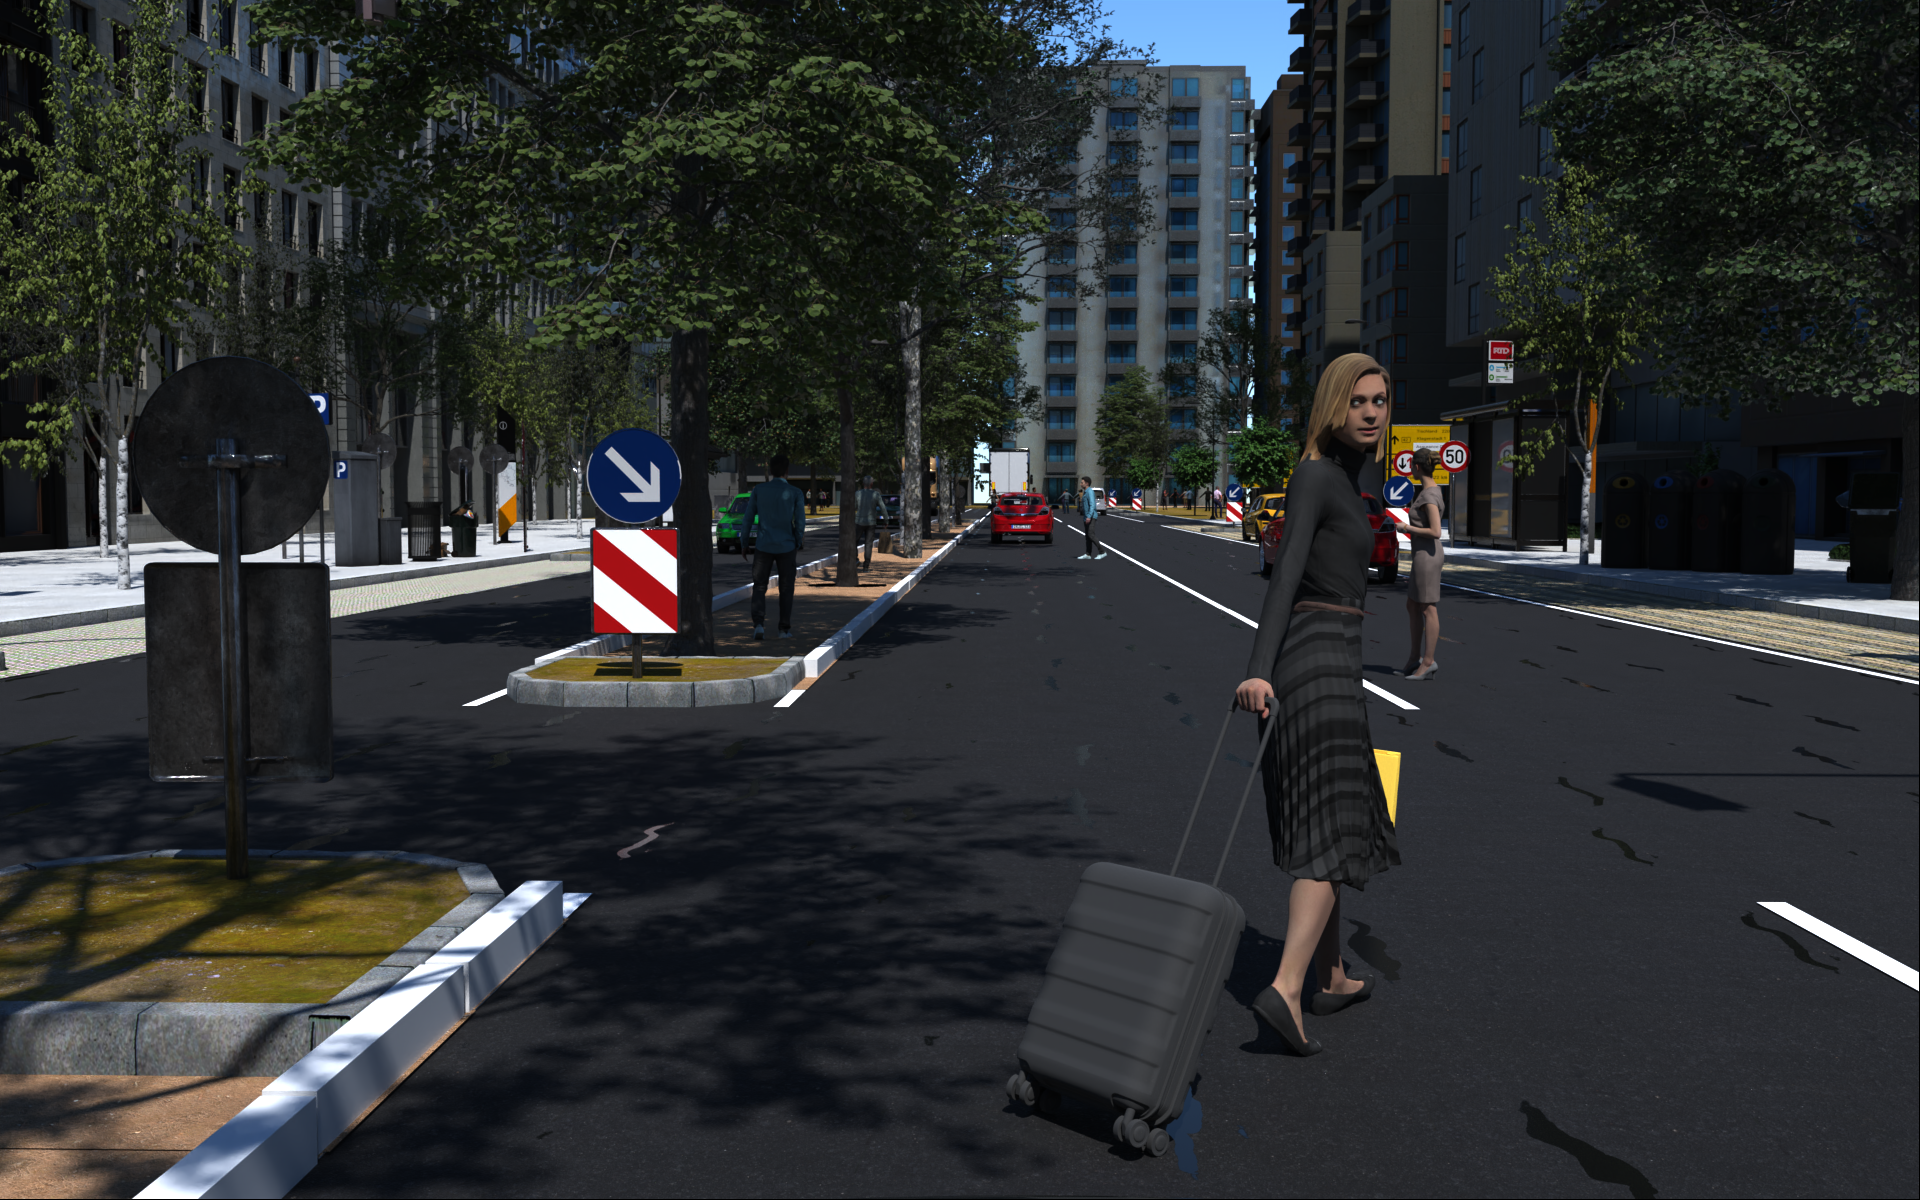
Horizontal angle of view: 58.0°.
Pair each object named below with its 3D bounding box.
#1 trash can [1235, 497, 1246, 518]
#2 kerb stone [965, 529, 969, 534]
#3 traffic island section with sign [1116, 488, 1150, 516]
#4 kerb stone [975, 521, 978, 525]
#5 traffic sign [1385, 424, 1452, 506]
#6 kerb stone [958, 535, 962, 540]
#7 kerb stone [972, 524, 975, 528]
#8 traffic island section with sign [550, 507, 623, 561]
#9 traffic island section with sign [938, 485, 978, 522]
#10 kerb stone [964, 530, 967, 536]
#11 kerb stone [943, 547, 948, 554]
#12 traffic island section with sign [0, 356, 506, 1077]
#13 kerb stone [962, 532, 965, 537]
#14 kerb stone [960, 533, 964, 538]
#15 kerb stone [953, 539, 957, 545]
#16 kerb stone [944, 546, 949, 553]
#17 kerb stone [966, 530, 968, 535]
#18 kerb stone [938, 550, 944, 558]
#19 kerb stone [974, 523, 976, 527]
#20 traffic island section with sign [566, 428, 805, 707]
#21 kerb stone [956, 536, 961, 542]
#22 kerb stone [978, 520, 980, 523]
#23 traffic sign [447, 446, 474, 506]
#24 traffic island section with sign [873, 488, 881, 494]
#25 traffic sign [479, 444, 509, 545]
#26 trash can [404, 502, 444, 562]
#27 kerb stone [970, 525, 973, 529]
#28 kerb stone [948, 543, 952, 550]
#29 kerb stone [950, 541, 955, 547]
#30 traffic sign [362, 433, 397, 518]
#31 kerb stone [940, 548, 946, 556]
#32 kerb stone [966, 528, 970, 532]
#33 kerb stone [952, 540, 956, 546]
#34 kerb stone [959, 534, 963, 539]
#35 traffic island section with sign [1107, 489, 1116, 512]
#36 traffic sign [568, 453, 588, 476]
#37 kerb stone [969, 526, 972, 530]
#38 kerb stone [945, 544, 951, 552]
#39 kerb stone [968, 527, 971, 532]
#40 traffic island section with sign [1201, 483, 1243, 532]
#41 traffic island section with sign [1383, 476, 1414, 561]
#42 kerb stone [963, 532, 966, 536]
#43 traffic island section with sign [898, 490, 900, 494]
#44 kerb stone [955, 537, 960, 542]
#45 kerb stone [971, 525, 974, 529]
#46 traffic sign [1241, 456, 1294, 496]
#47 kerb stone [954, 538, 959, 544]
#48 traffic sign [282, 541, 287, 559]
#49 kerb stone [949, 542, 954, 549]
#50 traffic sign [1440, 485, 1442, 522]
[{"bbox_3d":[13.821,-4.535,85.803,0.748,1.137,0.748,0,3,0],"label":"trash can"},{"bbox_3d":[0.144,-2.252,59.054,0.120,0.150,1.000,0,4,2],"label":"kerb stone"},{"bbox_3d":[11.514,-6.465,114.334,1.989,1.847,2.006,0,4,2],"label":"traffic island section with sign"},{"bbox_3d":[0.606,-3.258,75.458,0.120,0.150,1.000,0,4,2],"label":"kerb stone"},{"bbox_3d":[13.526,-3.464,50.513,2.265,3.308,0.079,0,4,3],"label":"traffic sign"},{"bbox_3d":[-0.096,-1.753,50.863,0.120,0.150,1.000,0,4,2],"label":"kerb stone"},{"bbox_3d":[0.403,-2.817,68.272,0.120,0.150,1.000,0,4,2],"label":"kerb stone"},{"bbox_3d":[-7.706,-1.778,37.705,1.989,1.847,2.006,0,4,2],"label":"traffic island section with sign"},{"bbox_3d":[-0.079,-4.866,87.698,2.006,1.907,1.989,0,4,2],"label":"traffic island section with sign"},{"bbox_3d":[0.081,-2.125,57.007,0.120,0.150,1.000,0,4,2],"label":"kerb stone"},{"bbox_3d":[-0.419,-1.063,39.573,0.120,0.150,1.000,0,4,2],"label":"kerb stone"},{"bbox_3d":[-2.443,0.180,5.186,2.006,1.907,1.989,0,4,2],"label":"traffic island section with sign"},{"bbox_3d":[-0.009,-1.940,53.933,0.120,0.150,1.000,0,4,2],"label":"kerb stone"},{"bbox_3d":[-0.032,-1.878,52.907,0.120,0.150,1.000,0,4,2],"label":"kerb stone"},{"bbox_3d":[-0.211,-1.502,46.753,0.120,0.150,1.000,0,4,2],"label":"kerb stone"},{"bbox_3d":[-0.389,-1.121,40.595,0.120,0.150,1.000,0,4,2],"label":"kerb stone"},{"bbox_3d":[0.118,-2.192,58.029,0.120,0.150,1.000,0,4,2],"label":"kerb stone"},{"bbox_3d":[-0.470,-0.938,37.530,0.120,0.150,1.000,0,4,2],"label":"kerb stone"},{"bbox_3d":[0.472,-2.943,70.319,0.120,0.150,1.000,0,4,2],"label":"kerb stone"},{"bbox_3d":[-2.222,-0.272,12.590,2.006,1.907,1.989,0,4,2],"label":"traffic island section with sign"},{"bbox_3d":[-0.123,-1.681,49.837,0.120,0.150,1.000,0,4,2],"label":"kerb stone"},{"bbox_3d":[0.704,-3.446,78.537,0.120,0.150,1.000,0,4,2],"label":"kerb stone"},{"bbox_3d":[-13.310,-2.816,46.146,0.768,2.556,0.104,1,4,10],"label":"traffic sign"},{"bbox_3d":[-5.496,-6.495,114.829,1.989,1.847,2.006,0,4,2],"label":"traffic island section with sign"},{"bbox_3d":[-11.776,-2.671,43.777,0.768,2.556,0.104,0,4,5],"label":"traffic sign"},{"bbox_3d":[-10.218,-1.308,33.034,0.748,1.137,0.748,0,3,0],"label":"trash can"},{"bbox_3d":[0.323,-2.630,65.202,0.120,0.150,1.000,0,4,2],"label":"kerb stone"},{"bbox_3d":[-0.327,-1.251,42.645,0.120,0.150,1.000,0,4,2],"label":"kerb stone"},{"bbox_3d":[-0.265,-1.376,44.693,0.120,0.150,1.000,0,4,2],"label":"kerb stone"},{"bbox_3d":[-12.055,-2.192,35.953,0.768,2.556,0.104,0,4,6],"label":"traffic sign"},{"bbox_3d":[-0.444,-1.000,38.552,0.120,0.150,1.000,0,4,2],"label":"kerb stone"},{"bbox_3d":[0.176,-2.317,60.075,0.120,0.150,1.000,0,4,2],"label":"kerb stone"},{"bbox_3d":[-0.240,-1.439,45.727,0.120,0.150,1.000,0,4,2],"label":"kerb stone"},{"bbox_3d":[-0.057,-1.815,51.885,0.120,0.150,1.000,0,4,2],"label":"kerb stone"},{"bbox_3d":[12.290,-8.113,141.278,1.989,1.847,2.006,0,4,2],"label":"traffic island section with sign"},{"bbox_3d":[-12.234,-3.421,55.669,0.795,2.593,0.064,0,4,7],"label":"traffic sign"},{"bbox_3d":[0.262,-2.505,63.146,0.120,0.150,1.000,0,4,2],"label":"kerb stone"},{"bbox_3d":[-0.350,-1.188,41.617,0.120,0.150,1.000,0,4,2],"label":"kerb stone"},{"bbox_3d":[0.233,-2.442,62.119,0.120,0.150,1.000,0,4,2],"label":"kerb stone"},{"bbox_3d":[10.106,-3.455,65.114,1.989,1.847,2.006,0,4,2],"label":"traffic island section with sign"},{"bbox_3d":[9.325,-1.792,37.920,1.989,1.847,2.006,0,4,2],"label":"traffic island section with sign"},{"bbox_3d":[0.024,-2.004,54.954,0.120,0.150,1.000,0,4,2],"label":"kerb stone"},{"bbox_3d":[-4.718,-8.143,141.773,1.989,1.847,2.006,0,4,2],"label":"traffic island section with sign"},{"bbox_3d":[-0.150,-1.626,48.803,0.120,0.150,1.000,0,4,2],"label":"kerb stone"},{"bbox_3d":[0.352,-2.691,66.224,0.120,0.150,1.000,0,4,2],"label":"kerb stone"},{"bbox_3d":[13.396,-4.988,75.427,2.265,3.308,0.079,0,4,2],"label":"traffic sign"},{"bbox_3d":[-0.172,-1.564,47.775,0.120,0.150,1.000,0,4,2],"label":"kerb stone"},{"bbox_3d":[-13.361,-2.084,34.180,0.768,2.556,0.104,0,4,8],"label":"traffic sign"},{"bbox_3d":[-0.297,-1.313,43.667,0.120,0.150,1.000,0,4,2],"label":"kerb stone"},{"bbox_3d":[14.706,-3.241,52.998,0.884,2.594,0.081,0,4,5],"label":"traffic sign"}]
